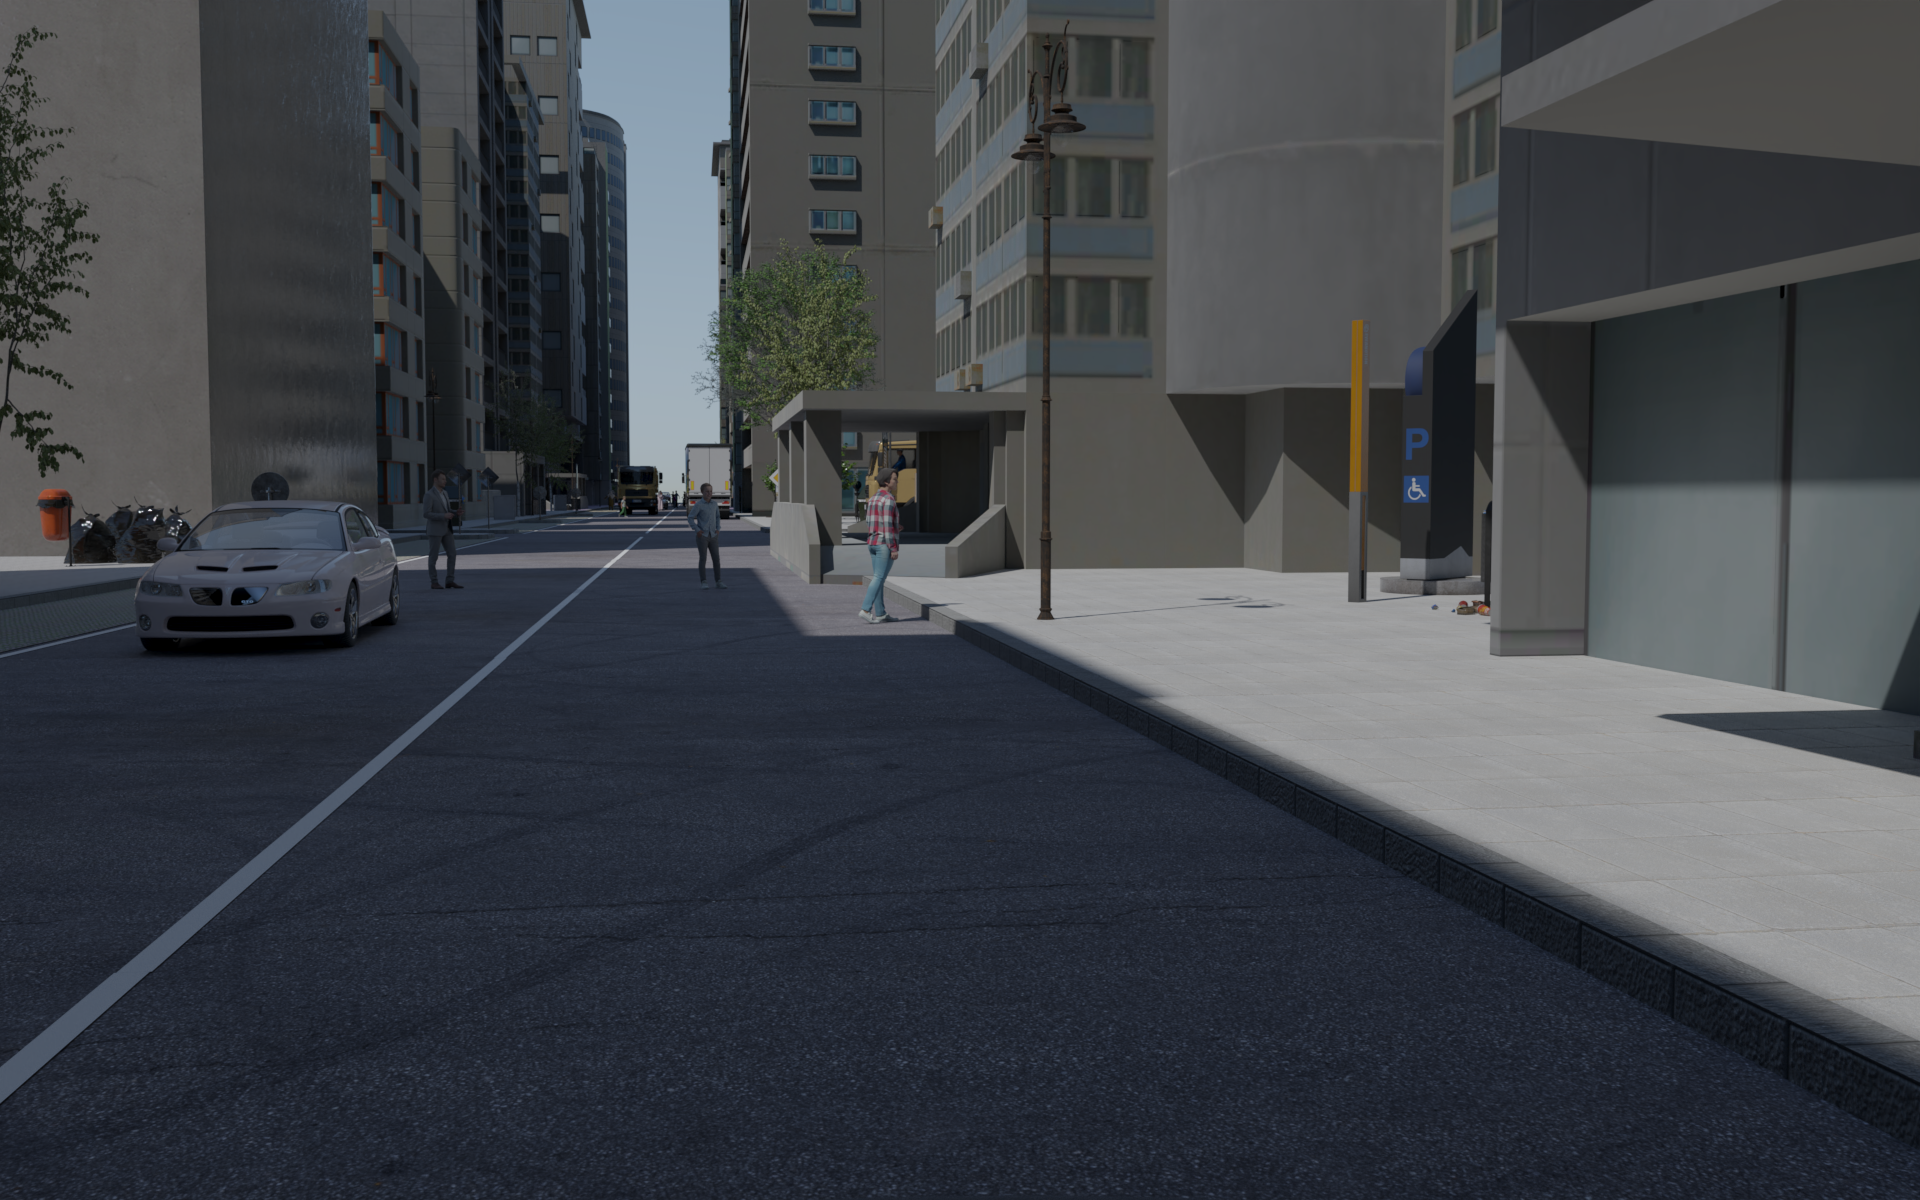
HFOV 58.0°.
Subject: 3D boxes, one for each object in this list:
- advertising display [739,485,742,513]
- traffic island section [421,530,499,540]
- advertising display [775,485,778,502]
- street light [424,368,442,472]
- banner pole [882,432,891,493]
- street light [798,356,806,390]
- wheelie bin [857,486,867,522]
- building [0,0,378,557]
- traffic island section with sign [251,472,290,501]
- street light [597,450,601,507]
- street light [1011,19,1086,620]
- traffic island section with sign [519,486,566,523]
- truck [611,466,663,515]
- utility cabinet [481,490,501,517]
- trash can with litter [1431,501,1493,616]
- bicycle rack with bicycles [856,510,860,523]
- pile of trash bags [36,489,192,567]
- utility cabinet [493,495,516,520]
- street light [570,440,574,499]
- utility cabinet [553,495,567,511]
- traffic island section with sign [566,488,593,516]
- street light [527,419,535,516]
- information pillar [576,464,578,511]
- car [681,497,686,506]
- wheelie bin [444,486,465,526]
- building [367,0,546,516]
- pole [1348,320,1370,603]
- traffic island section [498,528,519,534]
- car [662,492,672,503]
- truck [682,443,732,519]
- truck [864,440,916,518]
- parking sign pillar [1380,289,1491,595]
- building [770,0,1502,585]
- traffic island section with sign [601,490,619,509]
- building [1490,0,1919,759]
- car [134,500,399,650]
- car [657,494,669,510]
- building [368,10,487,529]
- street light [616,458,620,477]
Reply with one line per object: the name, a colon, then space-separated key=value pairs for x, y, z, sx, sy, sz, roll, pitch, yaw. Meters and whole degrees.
advertising display: x=-14.933 y=-6.882 z=117.741 sx=0.123 sy=1.923 sz=0.974 roll=0 pitch=4 yaw=-5
traffic island section: x=-16.038 y=-2.030 z=55.476 sx=2.009 sy=0.180 sz=2.903 roll=-1 pitch=4 yaw=-9
advertising display: x=-7.817 y=-4.434 z=77.715 sx=0.974 sy=1.923 sz=0.123 roll=-1 pitch=4 yaw=-8
street light: x=-19.307 y=-5.554 z=63.595 sx=0.468 sy=5.910 sz=1.993 roll=-1 pitch=4 yaw=-9
banner pole: x=-2.300 y=-3.963 z=54.815 sx=0.401 sy=3.779 sz=0.863 roll=1 pitch=4 yaw=22
street light: x=-5.040 y=-5.130 z=56.663 sx=0.468 sy=5.910 sz=1.993 roll=-1 pitch=4 yaw=-9
wheelie bin: x=-3.580 y=-3.660 z=67.744 sx=0.693 sy=1.594 sz=0.980 roll=-3 pitch=5 yaw=-41
building: x=-33.815 y=-14.535 z=42.156 sx=34.151 sy=26.468 sz=19.350 roll=-1 pitch=4 yaw=-9
traffic island section with sign: x=-12.198 y=-1.337 z=30.487 sx=1.989 sy=1.847 sz=2.006 roll=-1 pitch=4 yaw=-9
street light: x=-37.096 y=-12.569 z=178.291 sx=0.468 sy=5.910 sz=1.993 roll=-1 pitch=4 yaw=-9
street light: x=0.875 y=-2.736 z=17.527 sx=0.468 sy=5.910 sz=1.993 roll=-1 pitch=4 yaw=-9
traffic island section with sign: x=-20.680 y=-4.698 z=85.436 sx=1.989 sy=1.847 sz=2.006 roll=-1 pitch=4 yaw=-9
truck: x=-22.332 y=-7.610 z=120.352 sx=3.469 sy=3.379 sz=9.791 roll=-1 pitch=4 yaw=-9
utility cabinet: x=-25.393 y=-5.198 z=93.660 sx=0.318 sy=1.500 sz=1.173 roll=3 pitch=4 yaw=38
trash can with litter: x=6.013 y=-0.478 z=18.866 sx=1.678 sy=1.210 sz=2.233 roll=2 pitch=4 yaw=30
bicycle rack with bicycles: x=-3.188 y=-3.591 z=72.103 sx=2.925 sy=0.926 sz=2.852 roll=-3 pitch=5 yaw=-44
pile of trash bags: x=-15.712 y=-1.363 z=32.045 sx=1.912 sy=1.369 sz=3.447 roll=1 pitch=4 yaw=11
utility cabinet: x=-22.765 y=-4.608 z=86.503 sx=1.020 sy=1.237 sz=0.306 roll=-1 pitch=4 yaw=-16
street light: x=-31.048 y=-10.155 z=138.819 sx=0.468 sy=5.910 sz=1.993 roll=-1 pitch=4 yaw=-9
utility cabinet: x=-30.798 y=-7.473 z=133.340 sx=1.020 sy=1.237 sz=0.306 roll=-3 pitch=5 yaw=-43
traffic island section with sign: x=-24.828 y=-6.336 z=112.220 sx=1.989 sy=1.847 sz=2.006 roll=-1 pitch=4 yaw=-9
street light: x=-25.540 y=-7.985 z=103.347 sx=0.468 sy=5.910 sz=1.993 roll=-1 pitch=4 yaw=-9
information pillar: x=-29.544 y=-8.694 z=133.503 sx=0.183 sy=3.616 sz=0.504 roll=-1 pitch=4 yaw=-10
car: x=-32.020 y=-11.959 z=205.309 sx=2.009 sy=1.686 sz=4.222 roll=-1 pitch=4 yaw=-8
wheelie bin: x=-20.267 y=-3.742 z=69.097 sx=0.980 sy=1.594 sz=0.693 roll=-2 pitch=4 yaw=-25
building: x=-36.700 y=-40.838 z=105.949 sx=20.563 sy=71.187 sz=20.611 roll=-1 pitch=4 yaw=-9
pole: x=4.711 y=-1.627 z=20.438 sx=0.158 sy=3.312 sz=0.155 roll=0 pitch=3 yaw=0
traffic island section: x=-17.258 y=-2.513 z=63.367 sx=2.009 sy=0.180 sz=2.903 roll=-1 pitch=4 yaw=-9
car: x=-49.577 y=-17.267 z=290.993 sx=2.281 sy=1.827 sz=5.304 roll=-1 pitch=4 yaw=-10
truck: x=-14.774 y=-6.866 z=101.174 sx=2.839 sy=4.237 sz=11.283 roll=-1 pitch=4 yaw=-10
truck: x=0.638 y=-4.074 z=62.527 sx=9.791 sy=3.379 sz=3.469 roll=0 pitch=4 yaw=-7
parking sign pillar: x=6.230 y=-2.083 z=22.526 sx=1.447 sy=3.967 sz=1.447 roll=3 pitch=5 yaw=40
building: x=12.467 y=-21.021 z=35.580 sx=32.217 sy=40.220 sz=23.993 roll=-1 pitch=4 yaw=-9
traffic island section with sign: x=-32.506 y=-9.374 z=161.886 sx=1.989 sy=1.847 sz=2.006 roll=-1 pitch=4 yaw=-9
building: x=17.040 y=-25.234 z=1.822 sx=28.713 sy=52.752 sz=27.495 roll=-1 pitch=4 yaw=-9
car: x=-6.850 y=-0.315 z=17.506 sx=2.083 sy=1.381 sz=4.827 roll=-1 pitch=4 yaw=-10
car: x=-27.321 y=-8.985 z=156.695 sx=2.009 sy=1.686 sz=4.222 roll=-1 pitch=4 yaw=-9
building: x=-36.456 y=-14.030 z=74.422 sx=27.650 sy=21.520 sz=28.899 roll=-1 pitch=4 yaw=-9
street light: x=-43.764 y=-15.212 z=221.506 sx=0.468 sy=5.910 sz=1.993 roll=-1 pitch=4 yaw=-9
